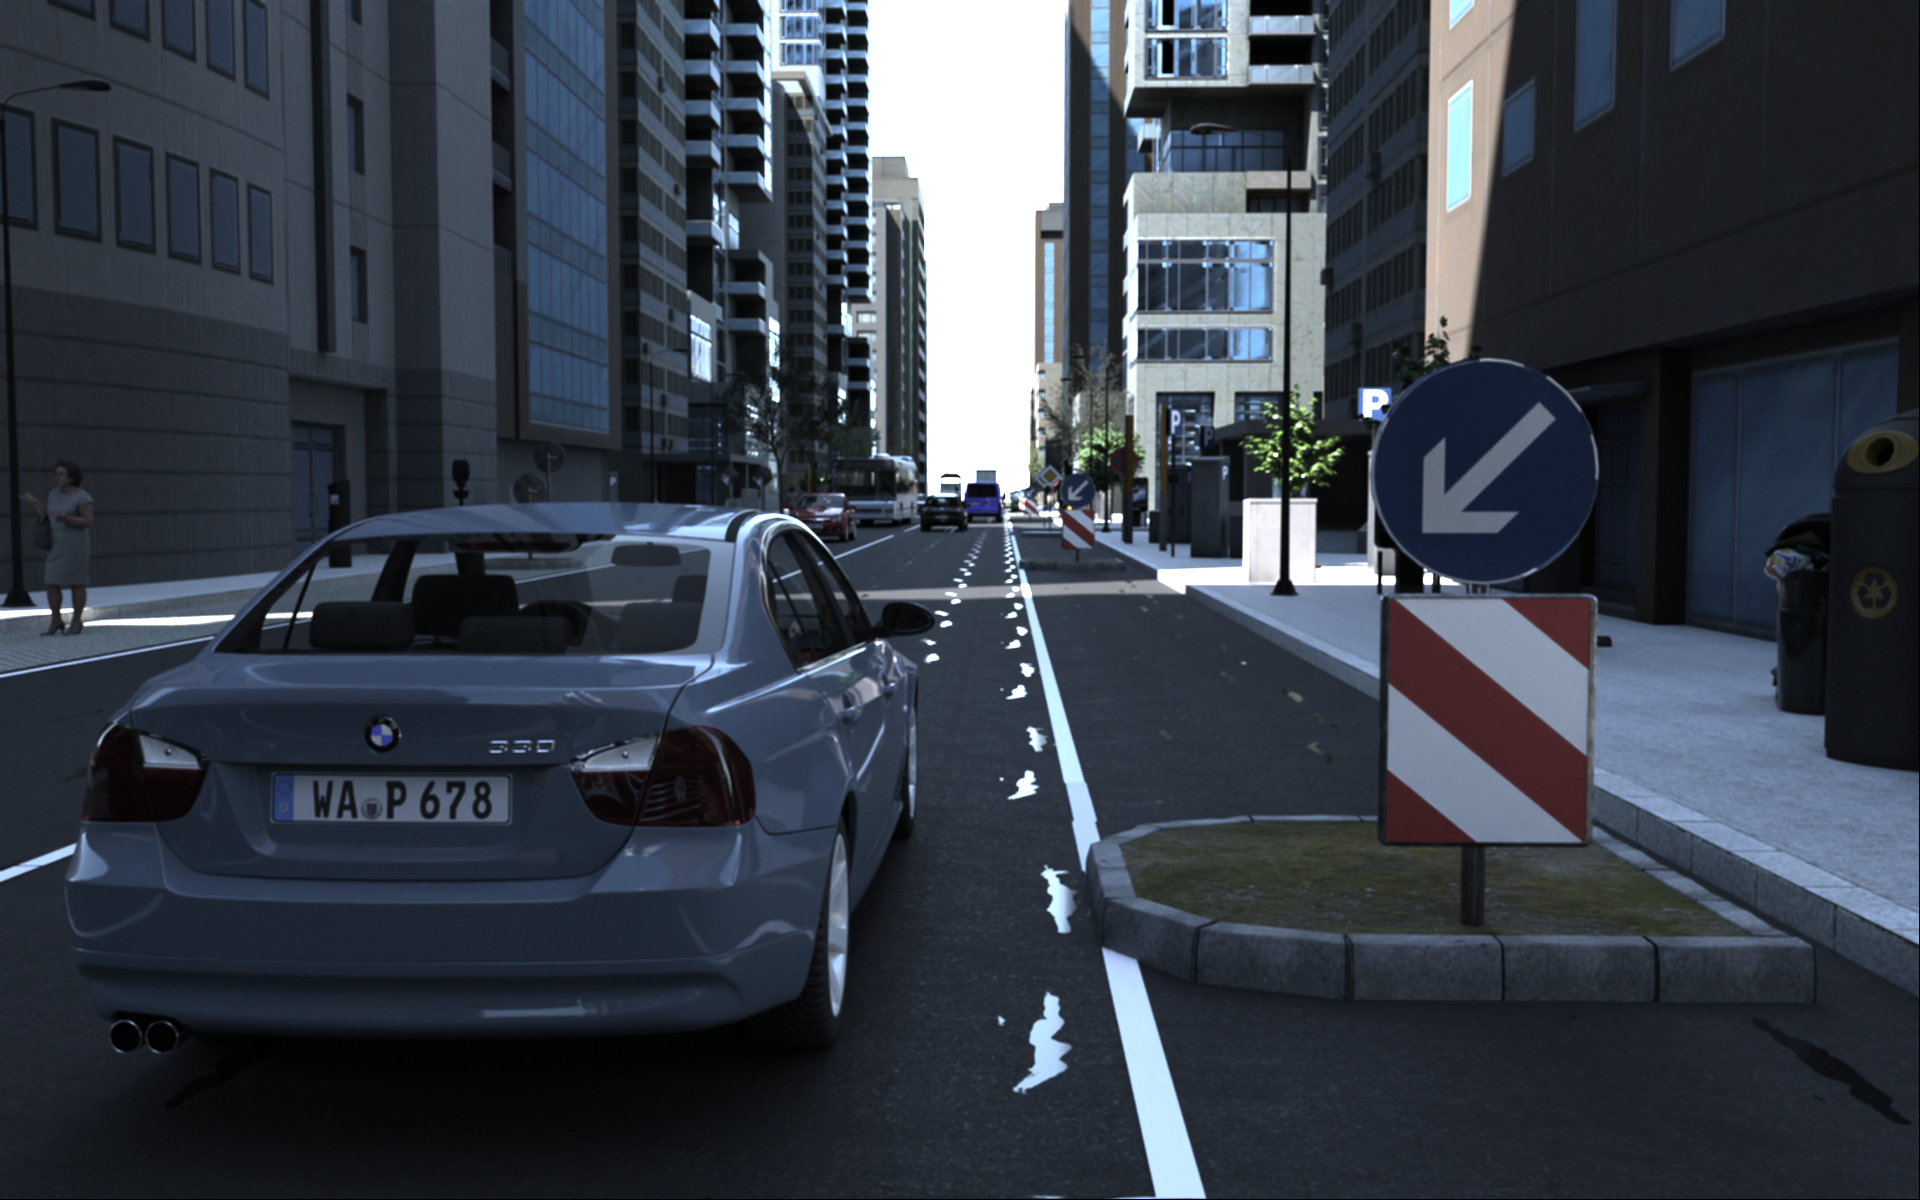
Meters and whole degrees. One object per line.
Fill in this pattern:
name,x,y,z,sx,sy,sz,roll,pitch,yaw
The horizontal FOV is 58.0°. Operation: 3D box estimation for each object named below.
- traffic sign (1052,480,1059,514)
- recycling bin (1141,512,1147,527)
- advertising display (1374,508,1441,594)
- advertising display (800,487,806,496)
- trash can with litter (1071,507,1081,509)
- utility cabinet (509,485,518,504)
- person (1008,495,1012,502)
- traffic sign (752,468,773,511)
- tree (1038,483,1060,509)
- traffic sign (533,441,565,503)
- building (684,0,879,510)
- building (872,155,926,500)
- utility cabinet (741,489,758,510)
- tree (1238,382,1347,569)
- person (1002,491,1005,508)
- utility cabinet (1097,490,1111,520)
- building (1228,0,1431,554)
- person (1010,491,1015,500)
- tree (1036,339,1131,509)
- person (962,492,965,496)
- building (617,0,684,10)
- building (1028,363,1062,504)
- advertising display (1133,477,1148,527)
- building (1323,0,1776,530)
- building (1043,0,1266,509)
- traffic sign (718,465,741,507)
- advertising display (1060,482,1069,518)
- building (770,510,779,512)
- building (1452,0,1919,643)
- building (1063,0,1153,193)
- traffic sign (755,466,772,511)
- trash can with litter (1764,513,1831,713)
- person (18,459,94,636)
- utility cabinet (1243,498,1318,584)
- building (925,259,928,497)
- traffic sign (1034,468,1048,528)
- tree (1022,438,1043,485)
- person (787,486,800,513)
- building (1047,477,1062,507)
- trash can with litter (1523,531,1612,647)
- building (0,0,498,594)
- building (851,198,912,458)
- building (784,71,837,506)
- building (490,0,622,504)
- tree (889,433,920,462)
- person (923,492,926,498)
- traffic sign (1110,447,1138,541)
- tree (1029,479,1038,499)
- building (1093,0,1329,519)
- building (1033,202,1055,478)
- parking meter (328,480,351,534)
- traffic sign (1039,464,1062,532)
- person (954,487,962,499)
traffic sign,6.078,-6.930,113.404,0.768,2.556,0.104,0,4,3
recycling bin,6.950,-3.423,68.520,0.722,1.027,0.722,2,4,29
advertising display,5.805,-1.046,22.324,0.974,1.923,0.123,-1,4,-16
advertising display,-11.133,-7.339,125.214,0.974,1.923,0.123,2,4,24
trash can with litter,5.806,-4.783,89.593,0.624,1.170,1.055,-3,4,-36
utility cabinet,-9.931,-1.891,39.594,0.318,1.500,1.173,1,4,9
person,8.108,-15.938,269.109,1.348,1.821,0.705,-1,4,-15
traffic sign,-7.569,-3.842,66.460,0.795,2.450,0.064,0,4,1
tree,8.215,-9.835,155.397,1.663,3.219,1.824,0,3,0
traffic sign,-9.875,-2.538,41.609,0.768,2.556,0.104,0,4,5
building,-19.260,-53.030,179.708,22.319,86.520,31.000,0,4,1
building,-16.123,-38.365,250.964,21.300,48.544,21.600,0,4,1
utility cabinet,-9.059,-4.045,74.807,0.318,1.500,1.173,1,4,16
tree,5.877,-2.161,29.936,1.663,3.219,1.824,0,3,0
person,4.279,-10.001,172.699,0.721,1.739,1.217,2,4,27
utility cabinet,7.157,-4.733,86.060,0.318,1.500,1.173,-1,4,-17
building,22.836,-21.529,43.885,32.217,40.220,23.993,0,4,1
person,4.550,-8.270,144.648,0.436,1.711,0.756,-3,5,-44
tree,6.015,-8.063,82.192,4.360,8.622,3.978,0,3,0
person,0.770,-17.257,290.666,1.348,1.822,0.705,1,4,22
building,-25.731,-23.641,78.406,32.217,40.220,23.993,0,4,1
building,25.317,-26.986,286.263,27.650,21.520,28.899,0,4,1
advertising display,6.837,-3.787,67.139,0.974,1.923,0.123,2,4,33
building,23.788,-25.844,72.657,14.200,45.320,14.600,0,4,1
building,21.201,-54.182,198.541,22.319,86.520,31.000,0,4,1
traffic sign,-7.764,-3.354,58.477,0.795,2.450,0.064,0,4,1
advertising display,5.654,-5.410,93.672,0.123,1.923,0.974,-1,4,-23
building,-23.148,-48.944,112.910,22.319,86.520,31.000,0,4,1
building,13.525,-22.434,16.902,14.600,45.320,14.200,0,4,1
building,15.073,-29.557,133.374,14.600,45.320,14.200,0,4,1
traffic sign,-8.964,-4.832,79.112,0.768,2.556,0.104,0,4,3
trash can with litter,5.091,0.059,10.428,0.624,1.170,1.055,1,4,15
person,-9.115,-0.524,17.426,0.716,1.782,0.532,1,4,14
utility cabinet,4.609,-0.845,24.976,1.020,1.237,0.306,-1,4,-10
building,-12.705,-37.294,293.348,14.154,41.232,14.086,0,4,1
traffic sign,3.221,-3.825,66.177,0.795,2.450,0.064,0,4,1
tree,9.858,-16.758,224.355,4.737,8.622,4.395,0,3,0
person,-6.977,-3.951,73.460,0.716,1.782,0.532,0,4,5
building,25.020,-29.390,172.408,32.217,40.220,23.993,0,4,1
trash can with litter,4.602,-0.219,14.638,2.233,1.210,1.678,-1,4,-17
building,-21.838,-29.592,25.828,21.231,58.520,28.212,0,4,1
building,-13.785,-33.596,232.887,14.154,41.232,14.086,0,4,1
building,-24.679,-28.237,153.562,32.217,40.220,23.993,0,4,1
building,-18.281,-24.366,48.500,14.200,45.320,14.600,0,4,1
tree,-6.659,-15.389,201.971,4.360,8.622,3.978,0,3,0
person,-4.313,-11.830,202.713,0.721,1.735,1.217,-3,4,-36
traffic sign,4.445,-2.871,47.053,0.768,2.556,0.104,0,4,4
tree,8.503,-12.067,191.894,1.663,3.219,1.824,0,3,0
building,18.554,-48.245,101.480,22.319,86.520,31.000,0,4,1
building,18.140,-37.559,264.195,14.600,45.320,14.200,0,4,1
parking meter,-10.850,-1.338,30.289,0.372,1.533,0.369,0,3,0
traffic sign,3.027,-3.337,58.195,0.795,2.450,0.064,0,4,1
person,-0.128,-5.318,95.626,0.511,1.800,0.466,0,4,6
